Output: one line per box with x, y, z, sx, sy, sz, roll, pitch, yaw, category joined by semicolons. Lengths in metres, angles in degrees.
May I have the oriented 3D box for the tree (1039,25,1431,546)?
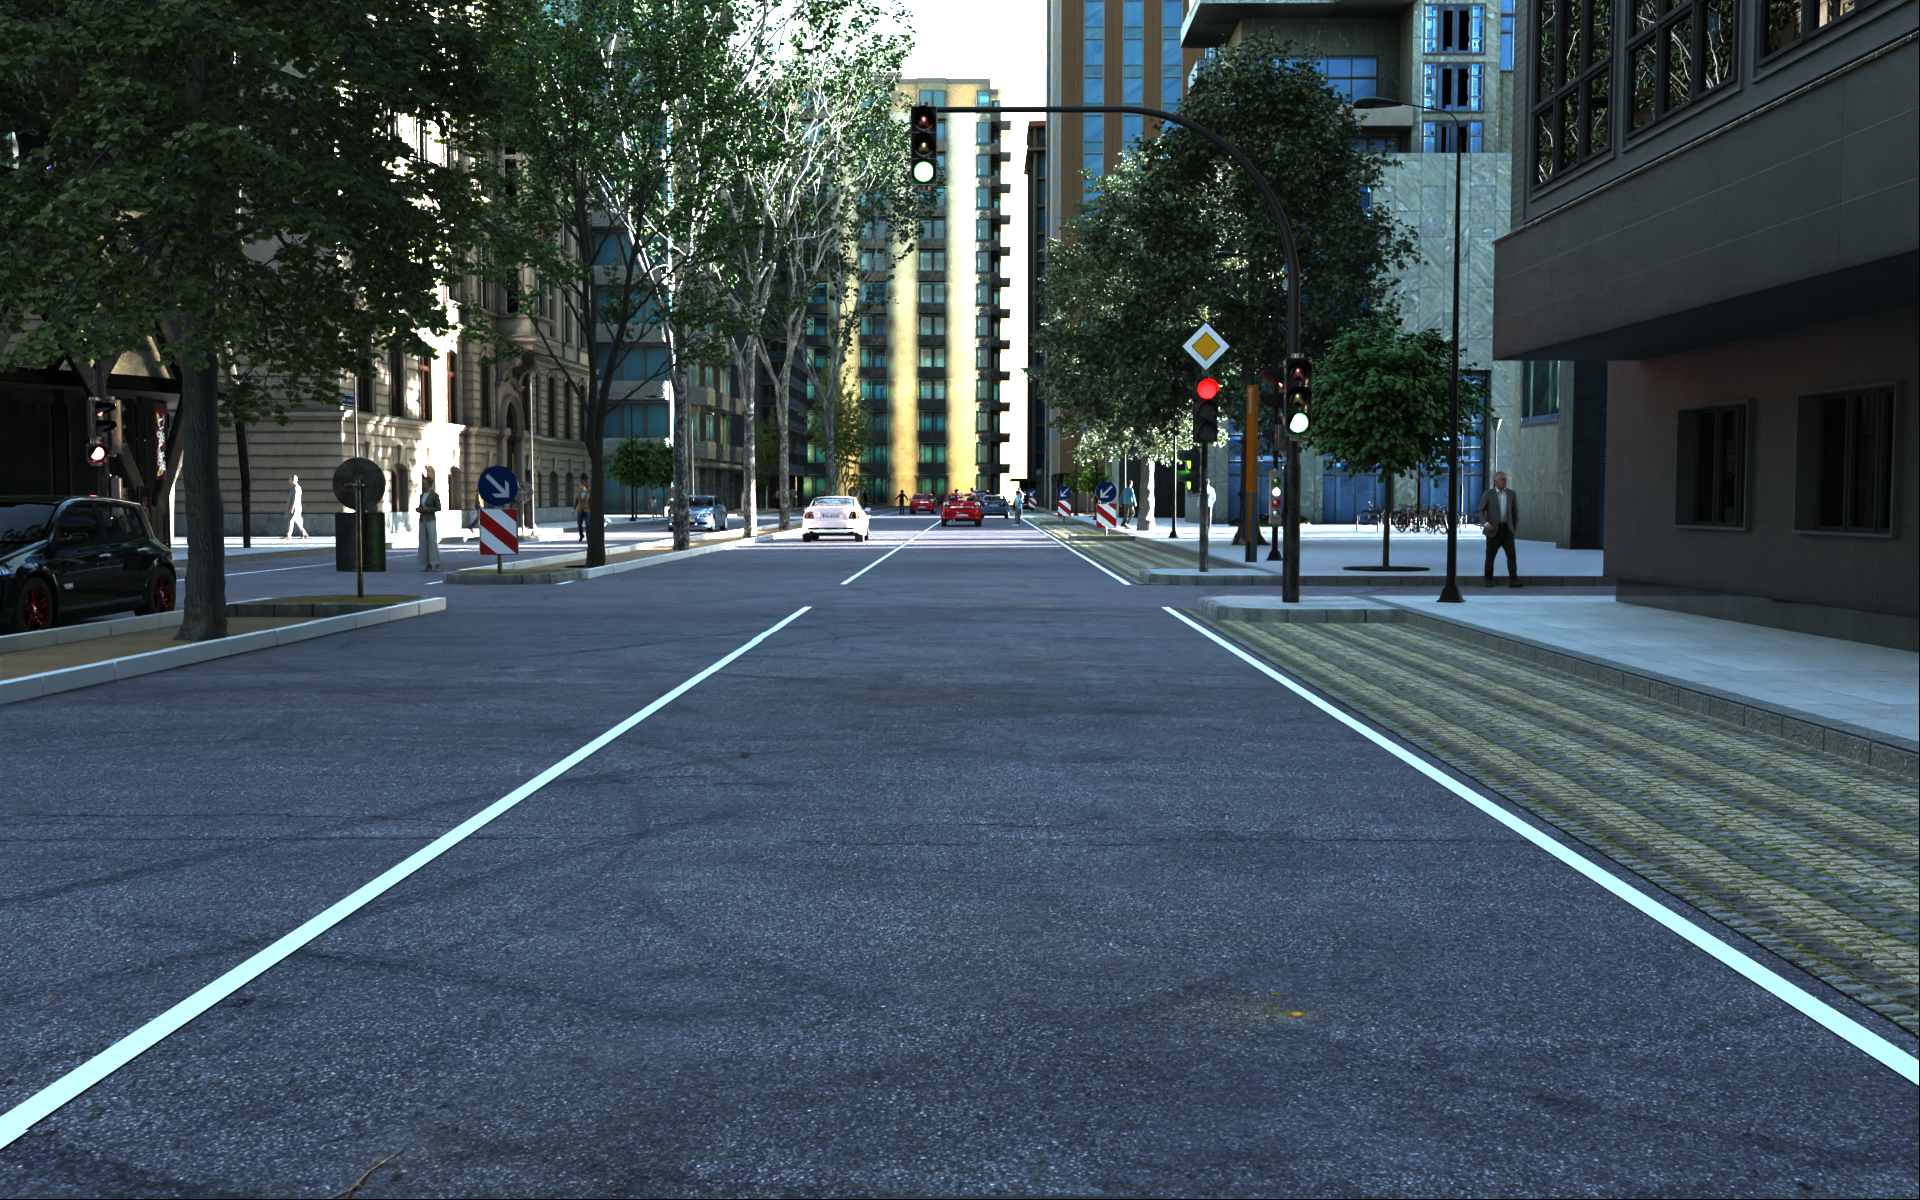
7.191;-7.714;43.133;9.611;12.733;9.660;0;3;0;tree

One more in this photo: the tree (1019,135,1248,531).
6.488;-9.421;60.695;9.857;13.997;8.962;0;3;0;tree

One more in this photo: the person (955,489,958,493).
-0.114;-5.992;107.159;0.721;1.739;1.217;-1;4;-14;person

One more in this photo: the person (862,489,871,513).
-7.315;-7.703;134.461;0.705;1.822;1.348;-2;4;-33;person

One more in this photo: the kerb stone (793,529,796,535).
-5.937;-2.343;60.534;0.120;0.150;1.000;0;4;1;kerb stone

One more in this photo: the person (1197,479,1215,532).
8.437;-3.244;59.108;0.660;1.820;0.620;-2;4;-32;person

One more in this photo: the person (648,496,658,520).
-15.099;-4.529;85.105;0.505;1.210;0.382;0;3;0;person

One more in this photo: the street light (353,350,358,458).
-15.517;-4.494;46.026;1.470;5.913;1.316;0;4;1;street light

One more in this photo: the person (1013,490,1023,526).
2.584;-4.101;77.360;0.330;1.601;0.589;2;4;33;person

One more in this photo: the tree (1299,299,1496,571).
7.255;-2.781;29.179;4.285;4.588;4.351;0;3;0;tree

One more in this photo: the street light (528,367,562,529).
-15.167;-5.562;63.481;1.470;5.913;1.316;0;4;1;street light

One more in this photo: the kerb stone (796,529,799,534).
-5.921;-2.407;61.556;0.120;0.150;1.000;0;4;1;kerb stone

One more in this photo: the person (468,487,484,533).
-15.809;-3.118;56.940;0.656;1.842;0.836;3;5;39;person

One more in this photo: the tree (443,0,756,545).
-8.077;-12.142;56.866;12.611;20.169;13.585;0;3;0;tree

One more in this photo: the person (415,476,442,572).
-9.865;-1.406;32.041;0.519;1.759;0.362;2;4;25;person

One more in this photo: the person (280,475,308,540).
-18.702;-2.595;48.569;0.767;1.812;0.694;-1;4;-20;person

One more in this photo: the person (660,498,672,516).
-16.475;-5.686;99.234;0.699;1.804;1.509;-3;5;-44;person

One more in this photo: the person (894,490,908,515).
-4.086;-6.779;120.168;1.217;1.723;0.721;-3;4;-37;person

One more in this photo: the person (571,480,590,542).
-11.199;-2.634;51.472;0.656;1.842;0.836;-1;4;-22;person

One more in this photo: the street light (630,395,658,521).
-14.871;-6.658;81.394;1.470;5.913;1.316;0;4;1;street light

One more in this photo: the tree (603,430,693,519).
-16.575;-6.429;88.832;4.285;4.588;4.351;0;3;0;tree

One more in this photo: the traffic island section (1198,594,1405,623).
3.938;0.104;20.574;2.009;0.180;2.903;0;4;1;traffic island section

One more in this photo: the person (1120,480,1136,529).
6.130;-3.479;63.264;0.444;1.785;0.601;-3;5;-42;person

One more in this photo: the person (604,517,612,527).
-12.579;-2.835;60.358;0.738;1.151;1.012;2;4;29;person

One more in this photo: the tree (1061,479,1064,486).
7.569;-7.416;115.854;1.663;3.219;1.824;0;3;0;tree

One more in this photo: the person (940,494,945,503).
-1.783;-9.899;173.570;0.599;1.433;0.991;-3;5;-42;person

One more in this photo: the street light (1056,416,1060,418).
6.410;-8.010;103.509;1.470;5.913;1.316;0;4;1;street light

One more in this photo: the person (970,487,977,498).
0.663;-5.237;94.358;0.478;1.798;0.641;1;4;15;person

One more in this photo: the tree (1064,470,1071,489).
8.233;-7.281;113.652;1.663;3.219;1.824;0;3;0;tree

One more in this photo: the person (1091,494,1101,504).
8.466;-6.136;105.996;1.348;1.869;0.705;-3;4;-39;person

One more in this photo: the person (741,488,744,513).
-14.770;-6.833;118.428;0.551;1.740;0.621;3;5;41;person

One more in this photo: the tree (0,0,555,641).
-7.511;-5.900;17.045;7.486;12.596;7.792;0;3;0;tree

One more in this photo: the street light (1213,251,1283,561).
5.541;-3.716;33.299;1.470;5.913;1.316;0;4;1;street light

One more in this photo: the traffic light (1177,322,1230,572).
3.999;-2.417;28.445;0.839;4.253;0.868;0;4;1;traffic light

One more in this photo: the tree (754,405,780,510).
-15.920;-11.780;142.962;4.737;8.622;4.395;0;3;0;tree

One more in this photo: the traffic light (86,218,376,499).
-12.068;-3.303;28.667;4.771;5.953;1.251;0;4;1;traffic light

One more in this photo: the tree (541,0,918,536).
-8.228;-12.918;69.555;12.611;20.169;13.585;0;3;0;tree

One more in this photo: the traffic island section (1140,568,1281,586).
4.039;-0.384;28.559;2.009;0.180;2.903;0;4;1;traffic island section

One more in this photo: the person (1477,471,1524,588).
8.276;-1.073;26.437;0.661;1.777;0.834;-1;4;-13;person

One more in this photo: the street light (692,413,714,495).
-14.729;-7.725;98.851;1.470;5.913;1.316;0;4;1;street light

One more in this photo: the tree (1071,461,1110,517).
8.262;-6.926;107.837;1.663;3.219;1.824;0;3;0;tree

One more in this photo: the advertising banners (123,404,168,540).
-15.640;-2.260;33.141;0.090;3.025;2.074;0;4;3;advertising banners

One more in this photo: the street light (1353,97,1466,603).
5.299;-2.929;20.430;1.470;5.913;1.316;0;4;1;street light

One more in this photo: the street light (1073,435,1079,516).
6.197;-6.919;85.669;1.470;5.913;1.316;0;4;1;street light

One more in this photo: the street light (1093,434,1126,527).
5.949;-5.851;68.212;1.470;5.913;1.316;0;4;1;street light

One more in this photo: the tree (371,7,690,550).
-8.273;-11.366;44.180;12.611;20.169;13.585;0;3;0;tree

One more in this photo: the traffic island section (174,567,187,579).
-14.201;-0.398;28.793;2.009;0.180;2.903;0;4;1;traffic island section

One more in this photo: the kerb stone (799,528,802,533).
-5.911;-2.470;62.584;0.120;0.150;1.000;0;4;1;kerb stone

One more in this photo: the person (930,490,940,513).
-2.048;-7.363;129.612;1.217;1.735;0.721;-1;4;-13;person

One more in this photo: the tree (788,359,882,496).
-6.553;-8.472;91.333;4.737;8.622;4.395;0;3;0;tree

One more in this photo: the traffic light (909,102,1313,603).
1.805;-2.794;20.346;4.771;5.953;1.251;0;4;1;traffic light

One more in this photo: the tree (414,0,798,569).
-6.945;-6.414;33.075;9.928;11.665;9.643;0;3;0;tree

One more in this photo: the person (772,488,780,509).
-15.441;-8.615;146.906;0.705;1.823;1.348;-3;5;-44;person

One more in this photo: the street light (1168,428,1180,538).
5.749;-4.784;50.755;1.470;5.913;1.316;0;4;1;street light

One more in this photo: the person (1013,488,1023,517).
3.619;-6.118;108.395;0.599;1.838;0.709;-2;4;-30;person

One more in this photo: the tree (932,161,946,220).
-7.337;-13.693;82.232;12.611;20.169;13.585;0;3;0;tree

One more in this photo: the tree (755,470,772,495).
-15.960;-8.704;136.918;1.663;3.219;1.824;0;3;0;tree

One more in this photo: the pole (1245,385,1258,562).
5.492;-2.369;32.579;0.158;3.312;0.155;0;3;0;pole
